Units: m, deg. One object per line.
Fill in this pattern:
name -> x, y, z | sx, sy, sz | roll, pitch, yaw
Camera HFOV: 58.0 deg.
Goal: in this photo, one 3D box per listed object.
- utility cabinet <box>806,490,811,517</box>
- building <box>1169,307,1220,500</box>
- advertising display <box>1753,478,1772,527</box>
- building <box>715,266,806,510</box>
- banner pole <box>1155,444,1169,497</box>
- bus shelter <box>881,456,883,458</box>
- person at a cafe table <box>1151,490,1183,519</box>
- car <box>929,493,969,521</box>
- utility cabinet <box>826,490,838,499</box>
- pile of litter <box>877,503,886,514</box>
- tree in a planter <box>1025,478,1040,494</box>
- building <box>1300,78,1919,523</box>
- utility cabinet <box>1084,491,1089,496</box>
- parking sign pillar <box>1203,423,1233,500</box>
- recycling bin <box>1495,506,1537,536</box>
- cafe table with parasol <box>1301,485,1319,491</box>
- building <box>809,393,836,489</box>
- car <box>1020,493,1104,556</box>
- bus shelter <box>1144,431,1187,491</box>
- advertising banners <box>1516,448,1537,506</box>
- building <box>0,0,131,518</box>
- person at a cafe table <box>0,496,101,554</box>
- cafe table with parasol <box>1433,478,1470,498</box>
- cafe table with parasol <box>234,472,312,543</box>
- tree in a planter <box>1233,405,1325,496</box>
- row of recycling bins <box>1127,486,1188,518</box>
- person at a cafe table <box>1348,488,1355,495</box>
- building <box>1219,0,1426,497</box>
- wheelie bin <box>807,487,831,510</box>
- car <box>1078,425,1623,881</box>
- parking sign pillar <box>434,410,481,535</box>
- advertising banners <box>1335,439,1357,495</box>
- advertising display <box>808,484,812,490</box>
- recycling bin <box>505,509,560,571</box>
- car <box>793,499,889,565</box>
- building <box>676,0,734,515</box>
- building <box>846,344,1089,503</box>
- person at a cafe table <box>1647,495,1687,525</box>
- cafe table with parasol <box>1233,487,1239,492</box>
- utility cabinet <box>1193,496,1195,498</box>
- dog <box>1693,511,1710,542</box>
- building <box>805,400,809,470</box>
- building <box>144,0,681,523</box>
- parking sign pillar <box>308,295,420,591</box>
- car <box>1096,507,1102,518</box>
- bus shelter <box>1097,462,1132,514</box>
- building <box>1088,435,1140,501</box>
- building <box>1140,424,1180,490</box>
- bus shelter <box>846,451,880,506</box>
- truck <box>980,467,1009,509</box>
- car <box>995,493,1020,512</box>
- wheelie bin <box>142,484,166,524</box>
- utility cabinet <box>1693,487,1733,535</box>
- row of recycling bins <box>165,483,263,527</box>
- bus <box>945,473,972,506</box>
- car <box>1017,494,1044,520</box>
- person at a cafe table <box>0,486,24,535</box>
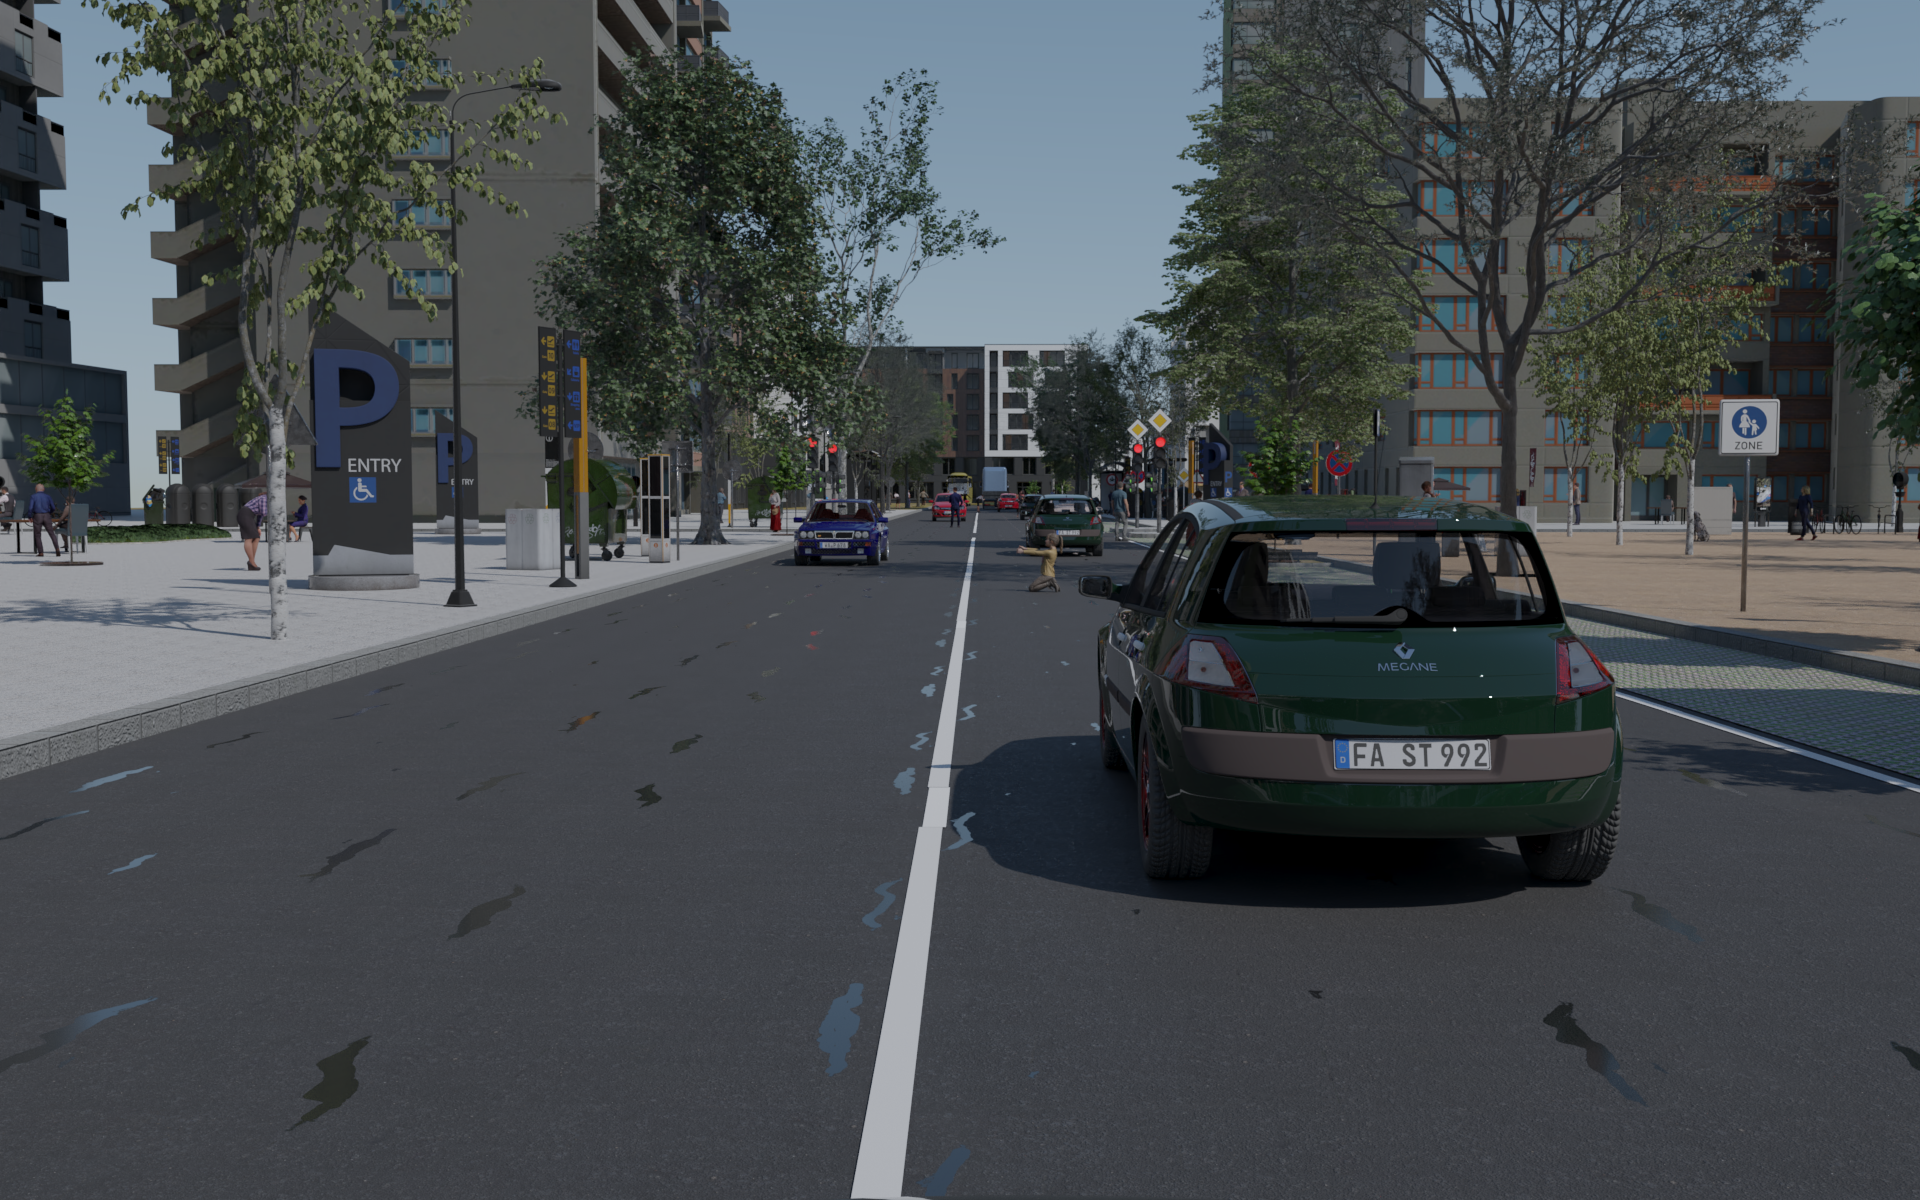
utility cabinet -> -7.583, -4.893, 88.679 | 0.318, 1.500, 1.173 | 1, 4, 11
building -> 29.006, -19.272, 171.517 | 16.016, 20.091, 11.380 | 0, 4, 1
advertising display -> 31.346, -3.820, 67.664 | 0.974, 1.923, 0.123 | -2, 4, -32
building -> -29.518, -19.148, 157.039 | 27.936, 21.610, 32.646 | 0, 4, 1
banner pole -> 9.910, -5.787, 84.637 | 0.863, 3.779, 0.401 | 0, 4, 2
bus shelter -> -5.764, -7.058, 106.683 | 1.731, 3.624, 6.357 | 0, 4, 0
person at a cafe table -> 10.611, -4.920, 88.950 | 1.622, 1.524, 1.698 | 1, 4, 11
car -> -0.594, -5.068, 91.909 | 2.155, 1.783, 4.494 | 0, 4, -1
utility cabinet -> -6.226, -4.615, 84.141 | 1.173, 1.500, 0.318 | 1, 4, 11
pile of litter -> -5.571, -5.991, 111.918 | 1.719, 0.858, 1.176 | 1, 4, 17
tree in a planter -> 8.184, -12.041, 194.095 | 1.991, 3.239, 1.994 | 0, 4, 1
building -> 34.601, -14.952, 89.506 | 28.899, 21.520, 27.650 | 0, 4, 1
utility cabinet -> 10.238, -7.928, 138.300 | 0.318, 1.500, 1.173 | -1, 4, -10
parking sign pillar -> 9.699, -4.689, 65.137 | 1.447, 3.967, 1.447 | -2, 4, -29
recycling bin -> 11.471, -1.421, 35.781 | 0.722, 1.027, 0.722 | 0, 4, 7
cafe table with parasol -> 17.126, -5.161, 89.243 | 2.610, 1.966, 2.610 | 2, 4, 27
building -> -30.571, -20.215, 196.968 | 31.486, 18.905, 16.747 | 0, 4, 1
car -> 2.459, -1.925, 41.263 | 2.009, 1.686, 4.222 | 0, 4, 0
bus shelter -> 12.108, -7.737, 104.125 | 2.179, 5.291, 8.768 | 0, 4, 1
advertising banners -> 21.559, -4.291, 66.349 | 0.090, 3.025, 2.074 | -1, 4, -9
building -> -63.802, -30.562, 88.935 | 27.495, 52.752, 28.713 | 0, 4, 1
person at a cafe table -> -19.433, -1.620, 37.351 | 1.726, 1.238, 1.698 | 3, 4, 36
cafe table with parasol -> 19.879, -4.105, 71.986 | 2.610, 1.966, 2.610 | 3, 5, 44
cafe table with parasol -> -18.134, -2.514, 45.964 | 2.610, 1.966, 2.610 | 2, 4, 28
tree in a planter -> 6.332, -2.291, 34.687 | 1.991, 3.239, 1.994 | 0, 4, 1
row of recycling bins -> 10.685, -5.255, 93.025 | 3.534, 1.692, 1.069 | -1, 4, -10
person at a cafe table -> 23.521, -6.079, 107.913 | 1.698, 1.524, 1.622 | -3, 4, -36
building -> 26.785, -27.454, 132.468 | 14.154, 41.232, 14.086 | 0, 4, 1
wheelie bin -> -6.505, -4.340, 78.863 | 0.980, 1.594, 0.693 | -1, 4, -18
car -> 1.562, 0.120, 7.823 | 2.009, 1.686, 4.222 | 0, 4, 1
parking sign pillar -> -16.095, -4.095, 55.418 | 1.447, 3.967, 1.447 | -1, 4, -15
advertising banners -> 12.407, -3.647, 55.821 | 0.090, 3.025, 2.074 | 2, 4, 32
advertising display -> -8.282, -5.758, 99.355 | 0.974, 1.923, 0.123 | 0, 4, -3
recycling bin -> -7.231, -1.034, 29.460 | 0.722, 1.027, 0.722 | 1, 4, 22
car -> -2.430, -1.433, 36.007 | 1.945, 1.354, 3.894 | 0, 4, 2
building -> -26.732, -27.943, 111.487 | 22.147, 44.769, 28.867 | 0, 4, 1
building -> 1.334, -24.814, 249.681 | 32.646, 21.610, 27.936 | 0, 4, 1
person at a cafe table -> 29.692, -3.773, 72.545 | 1.698, 1.238, 1.726 | 2, 4, 30
cafe table with parasol -> 16.212, -6.233, 106.769 | 2.610, 1.966, 2.610 | 0, 4, -6
utility cabinet -> 10.320, -3.955, 75.825 | 0.306, 1.237, 1.020 | 1, 4, 14
dog -> 19.913, -1.972, 46.624 | 0.513, 0.831, 0.800 | 1, 4, 21
building -> -23.738, -19.799, 180.131 | 16.016, 20.091, 11.380 | 0, 4, 1
building -> -26.428, -28.244, 85.487 | 21.300, 48.544, 21.600 | 0, 4, 1
parking sign pillar -> -8.129, -2.144, 23.525 | 1.447, 3.967, 1.447 | -1, 4, -18
car -> 3.568, -2.660, 55.848 | 2.083, 1.381, 4.827 | 0, 4, 2
bus shelter -> 9.915, -7.137, 110.606 | 2.014, 3.302, 5.546 | 0, 4, 1
building -> 31.566, -18.160, 239.058 | 28.070, 9.664, 9.099 | 0, 4, 1
building -> 26.126, -15.260, 191.642 | 9.099, 9.664, 28.070 | 0, 4, 1
bus shelter -> -5.586, -6.443, 96.628 | 1.731, 3.624, 6.357 | 0, 4, 1
truck -> 3.424, -10.861, 167.343 | 2.967, 4.110, 18.799 | 0, 4, 0
car -> 3.875, -7.922, 138.560 | 2.155, 1.783, 4.494 | 0, 4, 1
wheelie bin -> -25.692, -2.894, 55.226 | 0.693, 1.594, 0.980 | -2, 4, -24
utility cabinet -> 23.378, -2.767, 53.917 | 1.173, 1.500, 0.318 | 0, 4, 4
row of recycling bins -> -28.799, -3.662, 66.986 | 3.534, 1.692, 1.069 | -3, 5, -39
bus -> -0.030, -12.969, 203.591 | 2.896, 3.916, 12.252 | 0, 4, 3
car -> 4.215, -5.325, 96.848 | 2.009, 1.686, 4.222 | 0, 4, 1
person at a cafe table -> -30.451, -2.826, 54.721 | 1.622, 1.524, 1.698 | 0, 4, 4
